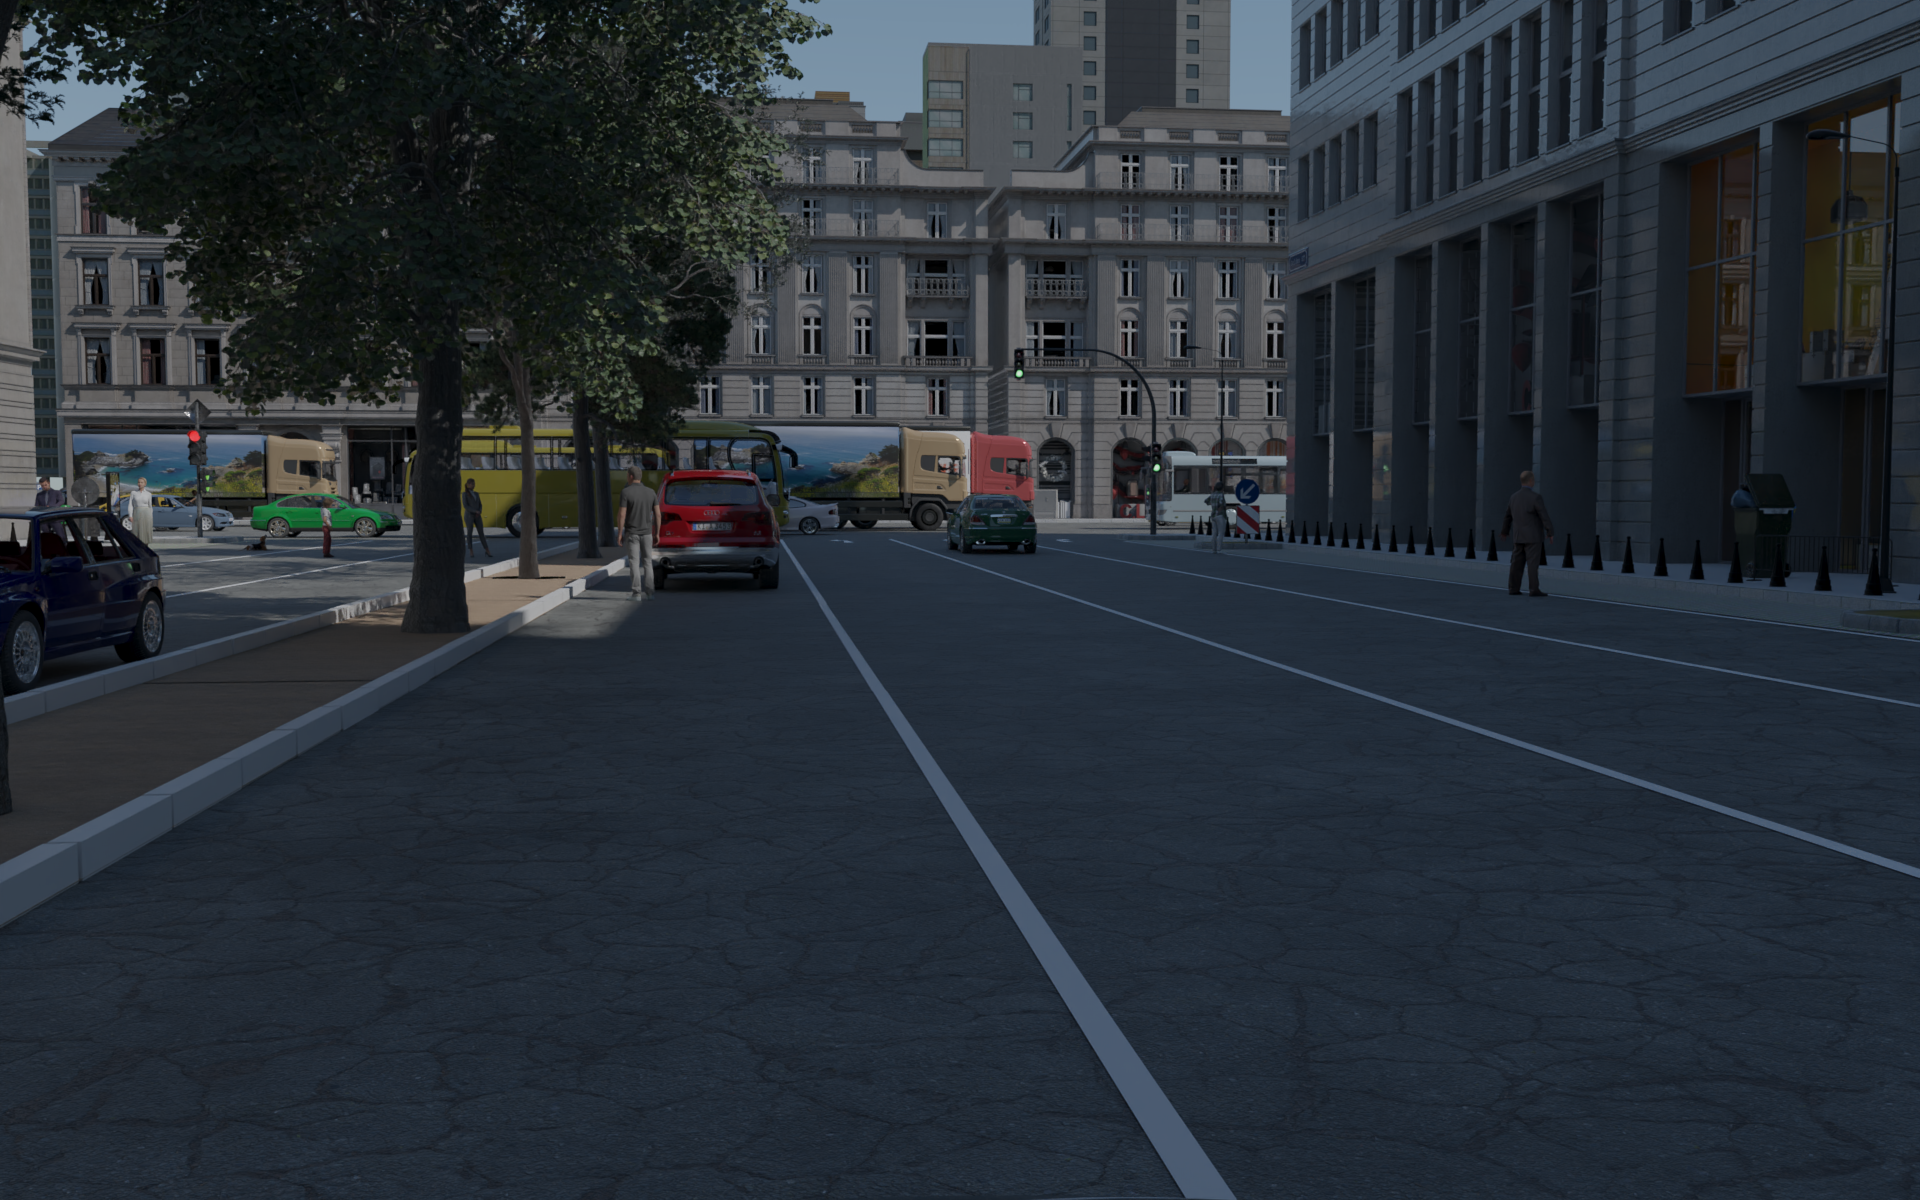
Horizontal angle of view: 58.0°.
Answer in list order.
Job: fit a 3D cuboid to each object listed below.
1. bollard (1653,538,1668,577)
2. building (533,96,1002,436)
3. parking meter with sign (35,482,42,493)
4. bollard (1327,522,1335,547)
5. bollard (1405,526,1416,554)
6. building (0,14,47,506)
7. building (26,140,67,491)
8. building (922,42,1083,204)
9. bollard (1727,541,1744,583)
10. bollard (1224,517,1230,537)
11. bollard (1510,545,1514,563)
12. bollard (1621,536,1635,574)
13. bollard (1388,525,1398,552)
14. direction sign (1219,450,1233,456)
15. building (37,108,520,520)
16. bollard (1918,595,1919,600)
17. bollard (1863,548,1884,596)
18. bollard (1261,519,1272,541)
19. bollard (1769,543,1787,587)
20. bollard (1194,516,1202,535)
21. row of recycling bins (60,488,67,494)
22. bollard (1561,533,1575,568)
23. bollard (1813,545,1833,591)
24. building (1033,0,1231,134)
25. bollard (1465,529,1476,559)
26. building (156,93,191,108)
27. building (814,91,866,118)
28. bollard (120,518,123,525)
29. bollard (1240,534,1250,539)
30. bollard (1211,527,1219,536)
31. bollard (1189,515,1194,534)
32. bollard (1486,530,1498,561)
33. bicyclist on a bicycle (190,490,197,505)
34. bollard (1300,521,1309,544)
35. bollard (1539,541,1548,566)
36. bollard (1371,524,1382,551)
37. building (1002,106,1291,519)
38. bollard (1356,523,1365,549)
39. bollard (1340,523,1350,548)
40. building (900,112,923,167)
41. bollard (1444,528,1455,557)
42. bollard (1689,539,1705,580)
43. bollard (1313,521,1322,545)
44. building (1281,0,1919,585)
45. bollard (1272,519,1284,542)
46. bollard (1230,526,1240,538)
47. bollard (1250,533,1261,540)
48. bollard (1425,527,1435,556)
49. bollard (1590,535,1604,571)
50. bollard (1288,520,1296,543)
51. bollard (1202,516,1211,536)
[{"bbox_3d":[10.950,-0.672,27.035,0.229,0.601,0.229,0,3,0],"label":"bollard"},{"bbox_3d":[-10.740,-15.370,93.104,24.055,21.916,13.314,0,4,-7],"label":"building"},{"bbox_3d":[-56.568,-6.712,105.999,1.738,3.016,0.543,2,4,30],"label":"parking meter with sign"},{"bbox_3d":[9.088,-1.613,42.421,0.229,0.601,0.229,0,3,0],"label":"bollard"},{"bbox_3d":[9.712,-1.300,37.289,0.229,0.601,0.229,0,3,0],"label":"bollard"},{"bbox_3d":[-35.360,-12.616,42.435,21.152,22.565,11.583,0,4,-7],"label":"building"},{"bbox_3d":[-83.715,-30.234,186.205,23.993,40.220,32.217,0,4,-7],"label":"building"},{"bbox_3d":[3.348,-29.231,161.529,14.154,41.232,14.086,0,4,-7],"label":"building"},{"bbox_3d":[11.192,-0.547,24.982,0.229,0.601,0.229,0,3,0],"label":"bollard"},{"bbox_3d":[7.979,-2.178,51.647,0.229,0.601,0.229,0,3,0],"label":"bollard"},{"bbox_3d":[10.330,-0.986,32.158,0.229,0.601,0.229,0,3,0],"label":"bollard"},{"bbox_3d":[10.826,-0.735,28.054,0.229,0.601,0.229,0,3,0],"label":"bollard"},{"bbox_3d":[9.587,-1.362,38.308,0.229,0.601,0.229,0,3,0],"label":"bollard"},{"bbox_3d":[13.600,-5.918,88.751,0.876,3.537,0.379,-2,4,-29],"label":"direction sign"},{"bbox_3d":[-42.678,-14.507,88.093,40.483,20.767,10.553,0,4,-7],"label":"building"},{"bbox_3d":[11.691,-0.297,20.892,0.229,0.601,0.229,0,3,0],"label":"bollard"},{"bbox_3d":[11.566,-0.359,21.911,0.229,0.601,0.229,0,3,0],"label":"bollard"},{"bbox_3d":[8.475,-1.927,47.544,0.229,0.601,0.229,0,3,0],"label":"bollard"},{"bbox_3d":[11.321,-0.484,23.963,0.229,0.601,0.229,0,3,0],"label":"bollard"},{"bbox_3d":[7.609,-2.366,54.722,0.229,0.601,0.229,0,3,0],"label":"bollard"},{"bbox_3d":[-57.938,-6.366,111.203,3.534,1.692,1.069,-3,5,-41],"label":"row of recycling bins"},{"bbox_3d":[10.578,-0.860,30.105,0.229,0.601,0.229,0,3,0],"label":"bollard"},{"bbox_3d":[11.442,-0.422,22.943,0.229,0.601,0.229,0,3,0],"label":"bollard"},{"bbox_3d":[18.990,-46.831,203.934,20.611,71.187,20.563,0,4,-7],"label":"building"},{"bbox_3d":[10.085,-1.110,34.197,0.229,0.601,0.229,0,3,0],"label":"bollard"},{"bbox_3d":[-98.155,-43.104,246.753,28.212,58.520,21.231,0,4,-7],"label":"building"},{"bbox_3d":[-28.546,-43.625,255.272,28.212,58.520,21.231,0,4,-7],"label":"building"},{"bbox_3d":[-23.732,-2.016,49.008,0.229,0.601,0.229,0,3,0],"label":"bollard"},{"bbox_3d":[8.227,-2.052,49.593,0.229,0.601,0.229,0,3,0],"label":"bollard"},{"bbox_3d":[7.856,-2.240,52.666,0.229,0.601,0.229,0,3,0],"label":"bollard"},{"bbox_3d":[7.484,-2.429,55.750,0.229,0.601,0.229,0,3,0],"label":"bollard"},{"bbox_3d":[10.205,-1.048,33.178,0.229,0.601,0.229,0,3,0],"label":"bollard"},{"bbox_3d":[-32.856,-3.928,74.237,1.625,1.676,1.499,-1,4,-9],"label":"bicyclist on a bicycle"},{"bbox_3d":[8.848,-1.739,44.473,0.229,0.601,0.229,0,3,0],"label":"bollard"},{"bbox_3d":[10.454,-0.923,31.128,0.229,0.601,0.229,0,3,0],"label":"bollard"},{"bbox_3d":[9.464,-1.425,39.341,0.229,0.601,0.229,0,3,0],"label":"bollard"},{"bbox_3d":[13.226,-15.528,95.684,24.055,21.916,13.314,0,4,-7],"label":"building"},{"bbox_3d":[9.338,-1.488,40.370,0.229,0.601,0.229,0,3,0],"label":"bollard"},{"bbox_3d":[9.213,-1.551,41.399,0.229,0.601,0.229,0,3,0],"label":"bollard"},{"bbox_3d":[-2.008,-33.911,204.561,14.600,45.320,14.200,0,4,-7],"label":"building"},{"bbox_3d":[9.961,-1.173,35.225,0.229,0.601,0.229,0,3,0],"label":"bollard"},{"bbox_3d":[11.072,-0.609,26.005,0.229,0.601,0.229,0,3,0],"label":"bollard"},{"bbox_3d":[8.969,-1.676,43.444,0.229,0.601,0.229,0,3,0],"label":"bollard"},{"bbox_3d":[17.170,-15.978,38.737,11.434,29.767,29.804,0,4,-7],"label":"building"},{"bbox_3d":[8.599,-1.864,46.517,0.229,0.601,0.229,0,3,0],"label":"bollard"},{"bbox_3d":[8.102,-2.115,50.625,0.229,0.601,0.229,0,3,0],"label":"bollard"},{"bbox_3d":[8.354,-1.989,48.563,0.229,0.601,0.229,0,3,0],"label":"bollard"},{"bbox_3d":[9.836,-1.236,36.248,0.229,0.601,0.229,0,3,0],"label":"bollard"},{"bbox_3d":[10.701,-0.798,29.085,0.229,0.601,0.229,0,3,0],"label":"bollard"},{"bbox_3d":[8.723,-1.801,45.492,0.229,0.601,0.229,0,3,0],"label":"bollard"},{"bbox_3d":[7.734,-2.302,53.686,0.229,0.601,0.229,0,3,0],"label":"bollard"}]
